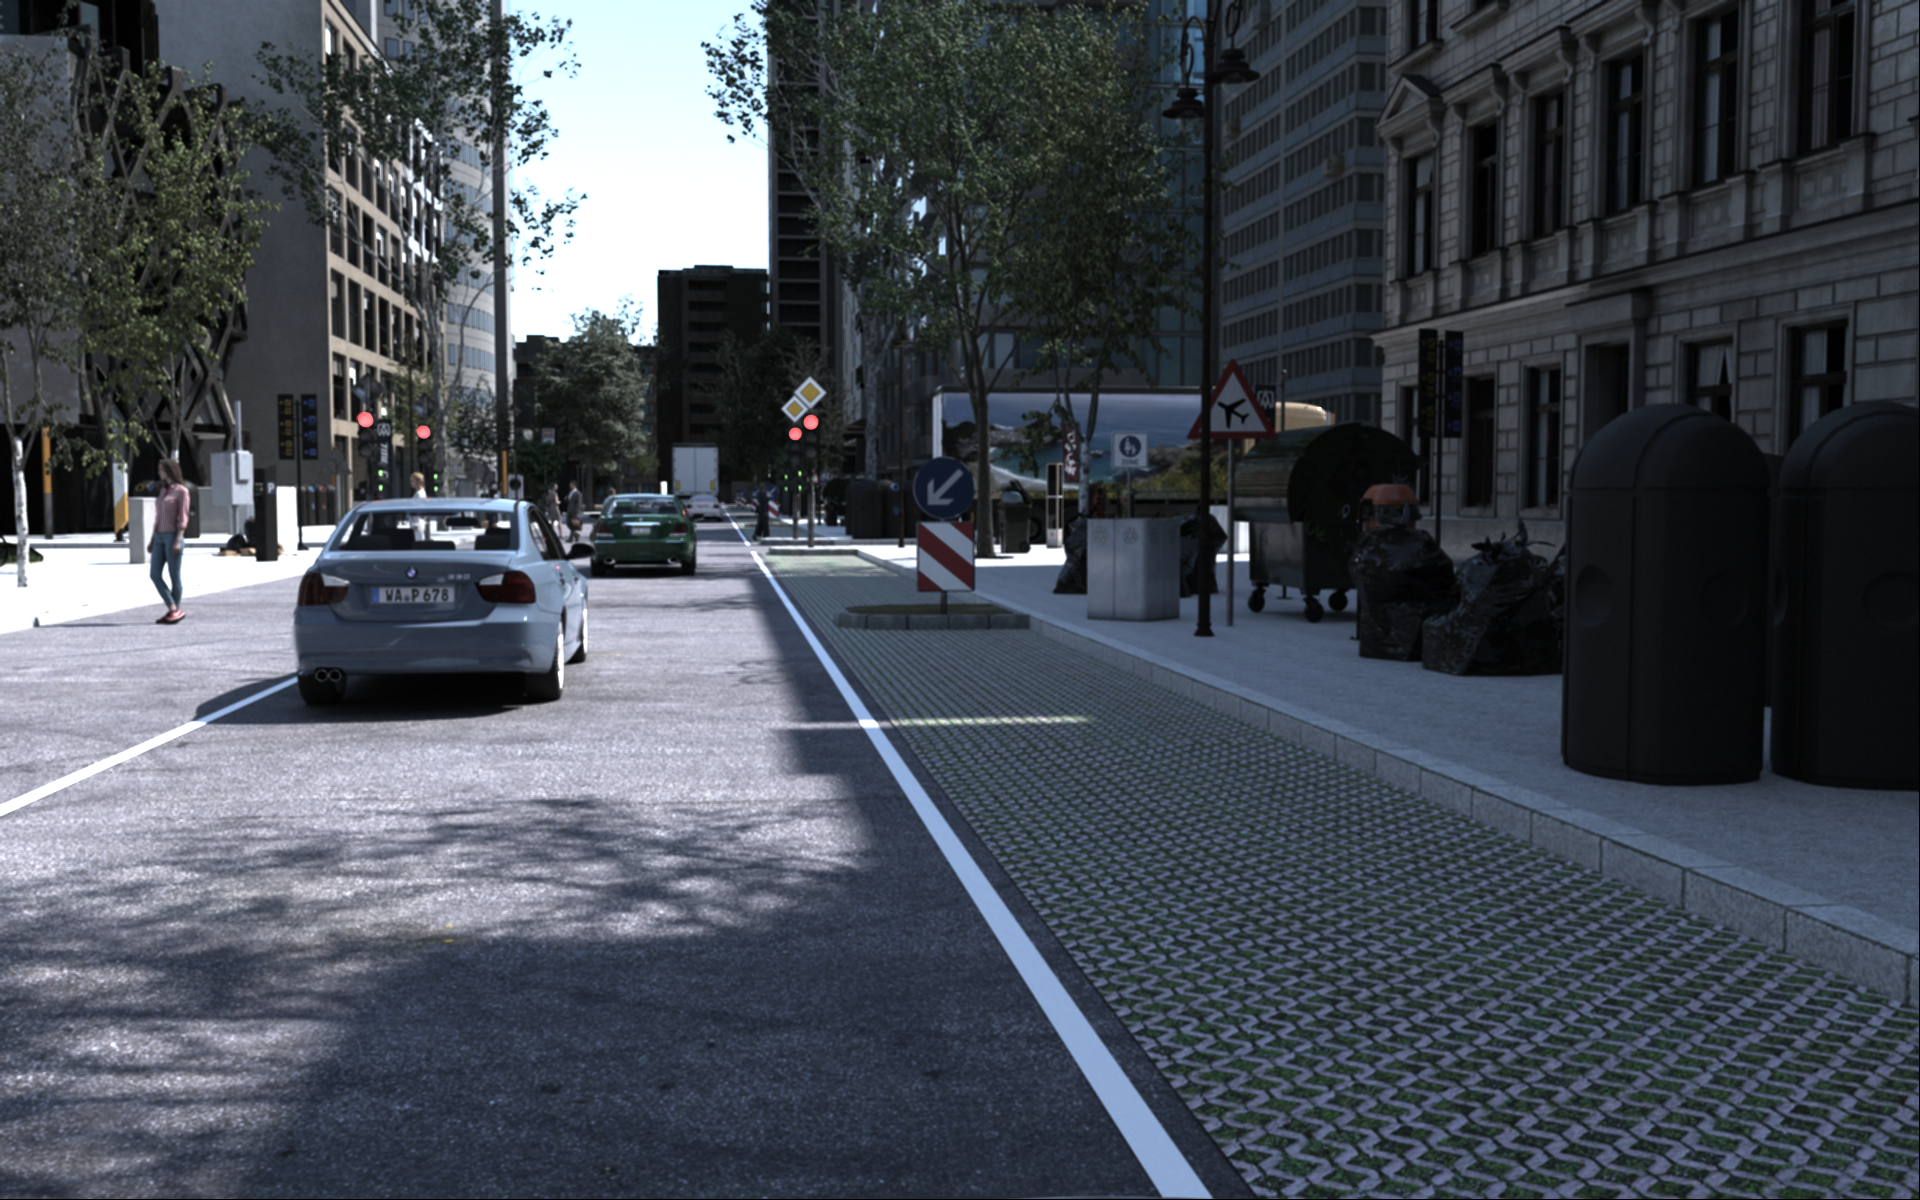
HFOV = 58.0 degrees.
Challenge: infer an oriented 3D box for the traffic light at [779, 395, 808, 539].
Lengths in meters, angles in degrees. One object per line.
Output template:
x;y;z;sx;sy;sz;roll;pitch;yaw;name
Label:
-4.707;-3.689;49.228;0.839;4.253;0.868;0;4;-8;traffic light

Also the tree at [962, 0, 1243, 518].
1.879;-4.557;24.866;4.737;8.622;4.395;0;3;0;tree

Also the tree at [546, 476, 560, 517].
-23.021;-6.232;96.492;1.663;3.219;1.824;0;3;0;tree

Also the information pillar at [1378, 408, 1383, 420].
10.538;-3.175;43.258;0.183;3.616;0.504;-1;4;-15;information pillar

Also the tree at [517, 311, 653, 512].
-26.303;-13.198;122.434;9.857;13.997;8.962;0;3;0;tree

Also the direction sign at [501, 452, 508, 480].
-24.789;-6.262;94.382;0.379;3.537;0.876;0;4;6;direction sign

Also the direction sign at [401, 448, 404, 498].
-27.469;-5.708;85.325;0.379;3.537;0.876;-1;4;-12;direction sign

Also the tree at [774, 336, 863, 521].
-6.784;-7.961;80.530;4.360;8.622;3.978;0;3;0;tree

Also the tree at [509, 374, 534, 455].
-28.057;-9.496;105.615;4.360;8.622;3.978;0;3;0;tree

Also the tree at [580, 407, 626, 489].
-29.722;-11.955;145.829;4.360;8.622;3.978;0;3;0;tree

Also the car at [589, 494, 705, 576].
-5.763;-1.223;31.796;2.131;1.459;4.920;-1;4;-8;car

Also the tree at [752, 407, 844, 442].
-12.757;-11.967;130.076;7.601;10.594;8.767;1;4;20;tree

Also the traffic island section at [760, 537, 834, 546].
-4.666;-1.655;49.348;2.009;0.180;2.903;0;4;-8;traffic island section

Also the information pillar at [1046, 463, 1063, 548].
2.242;-2.235;41.036;0.304;2.012;0.304;2;4;27;information pillar

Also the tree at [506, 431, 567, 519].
-22.178;-6.514;90.210;4.285;4.588;4.351;0;3;0;tree

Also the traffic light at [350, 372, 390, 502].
-13.594;-3.117;39.891;0.839;4.253;0.868;0;4;-8;traffic light

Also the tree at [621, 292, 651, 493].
-30.285;-18.631;160.501;12.611;20.169;13.585;0;3;0;tree

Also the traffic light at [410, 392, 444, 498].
-14.716;-3.601;47.797;0.839;4.253;0.868;0;4;-8;traffic light

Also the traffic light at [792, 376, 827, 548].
-3.585;-3.205;41.322;0.839;4.253;0.868;0;4;-8;traffic light

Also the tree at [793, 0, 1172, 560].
0.338;-6.634;34.226;9.928;11.665;9.643;0;3;0;tree

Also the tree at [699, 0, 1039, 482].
-1.612;-12.477;59.888;12.611;20.169;13.585;0;3;0;tree

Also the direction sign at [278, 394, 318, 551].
-15.013;-2.895;39.333;0.876;3.537;0.379;0;4;0;direction sign

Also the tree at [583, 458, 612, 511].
-28.097;-9.105;132.578;4.285;4.588;4.351;0;3;0;tree

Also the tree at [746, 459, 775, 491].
-21.673;-14.463;186.828;4.737;8.622;4.395;0;3;0;tree

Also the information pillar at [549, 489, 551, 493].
-27.413;-7.630;116.105;0.504;3.616;0.183;1;4;17;information pillar

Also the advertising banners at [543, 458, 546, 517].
-19.986;-5.333;83.385;0.090;3.025;2.074;-1;4;-10;advertising banners

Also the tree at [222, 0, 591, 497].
-18.536;-12.346;57.749;12.611;20.169;13.585;0;3;0;tree

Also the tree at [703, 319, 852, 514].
-11.744;-12.040;113.862;9.611;12.733;9.660;0;3;0;tree

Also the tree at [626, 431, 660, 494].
-36.397;-15.124;197.635;4.737;8.622;4.395;0;3;0;tree

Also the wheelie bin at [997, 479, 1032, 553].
1.177;-1.818;37.633;0.693;1.594;0.980;-1;4;-12;wheelie bin

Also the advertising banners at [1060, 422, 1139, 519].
3.356;-2.800;41.966;2.074;3.025;0.090;2;4;29;advertising banners

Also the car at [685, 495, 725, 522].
-13.306;-4.759;90.173;2.083;1.381;4.827;0;4;-6;car

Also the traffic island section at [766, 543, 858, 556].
-3.544;-1.172;41.442;2.009;0.180;2.903;0;4;-8;traffic island section

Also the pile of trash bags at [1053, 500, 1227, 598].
2.806;-0.748;21.987;3.447;1.369;1.912;3;5;44;pile of trash bags

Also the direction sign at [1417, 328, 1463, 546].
6.637;-1.956;23.985;0.876;3.537;0.379;-2;4;-34;direction sign

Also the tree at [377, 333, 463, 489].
-24.480;-7.854;78.771;4.737;8.622;4.395;0;3;0;tree

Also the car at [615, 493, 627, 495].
-21.116;-6.129;109.003;1.959;1.807;4.718;-1;4;-10;car

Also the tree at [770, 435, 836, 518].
-8.403;-6.599;91.614;4.285;4.588;4.351;0;3;0;tree

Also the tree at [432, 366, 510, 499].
-28.056;-9.092;99.022;4.360;8.622;3.978;0;3;0;tree

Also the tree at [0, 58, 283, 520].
-13.460;-4.810;29.004;4.737;8.622;4.395;0;3;0;tree

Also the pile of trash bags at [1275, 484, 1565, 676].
4.013;-0.254;13.900;1.912;1.369;3.447;-1;4;-11;pile of trash bags

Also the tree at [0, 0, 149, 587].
-12.945;-4.464;23.351;4.360;8.622;3.978;0;3;0;tree

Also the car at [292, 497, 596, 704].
-3.825;-0.073;13.194;2.014;1.417;4.499;-1;4;-9;car
